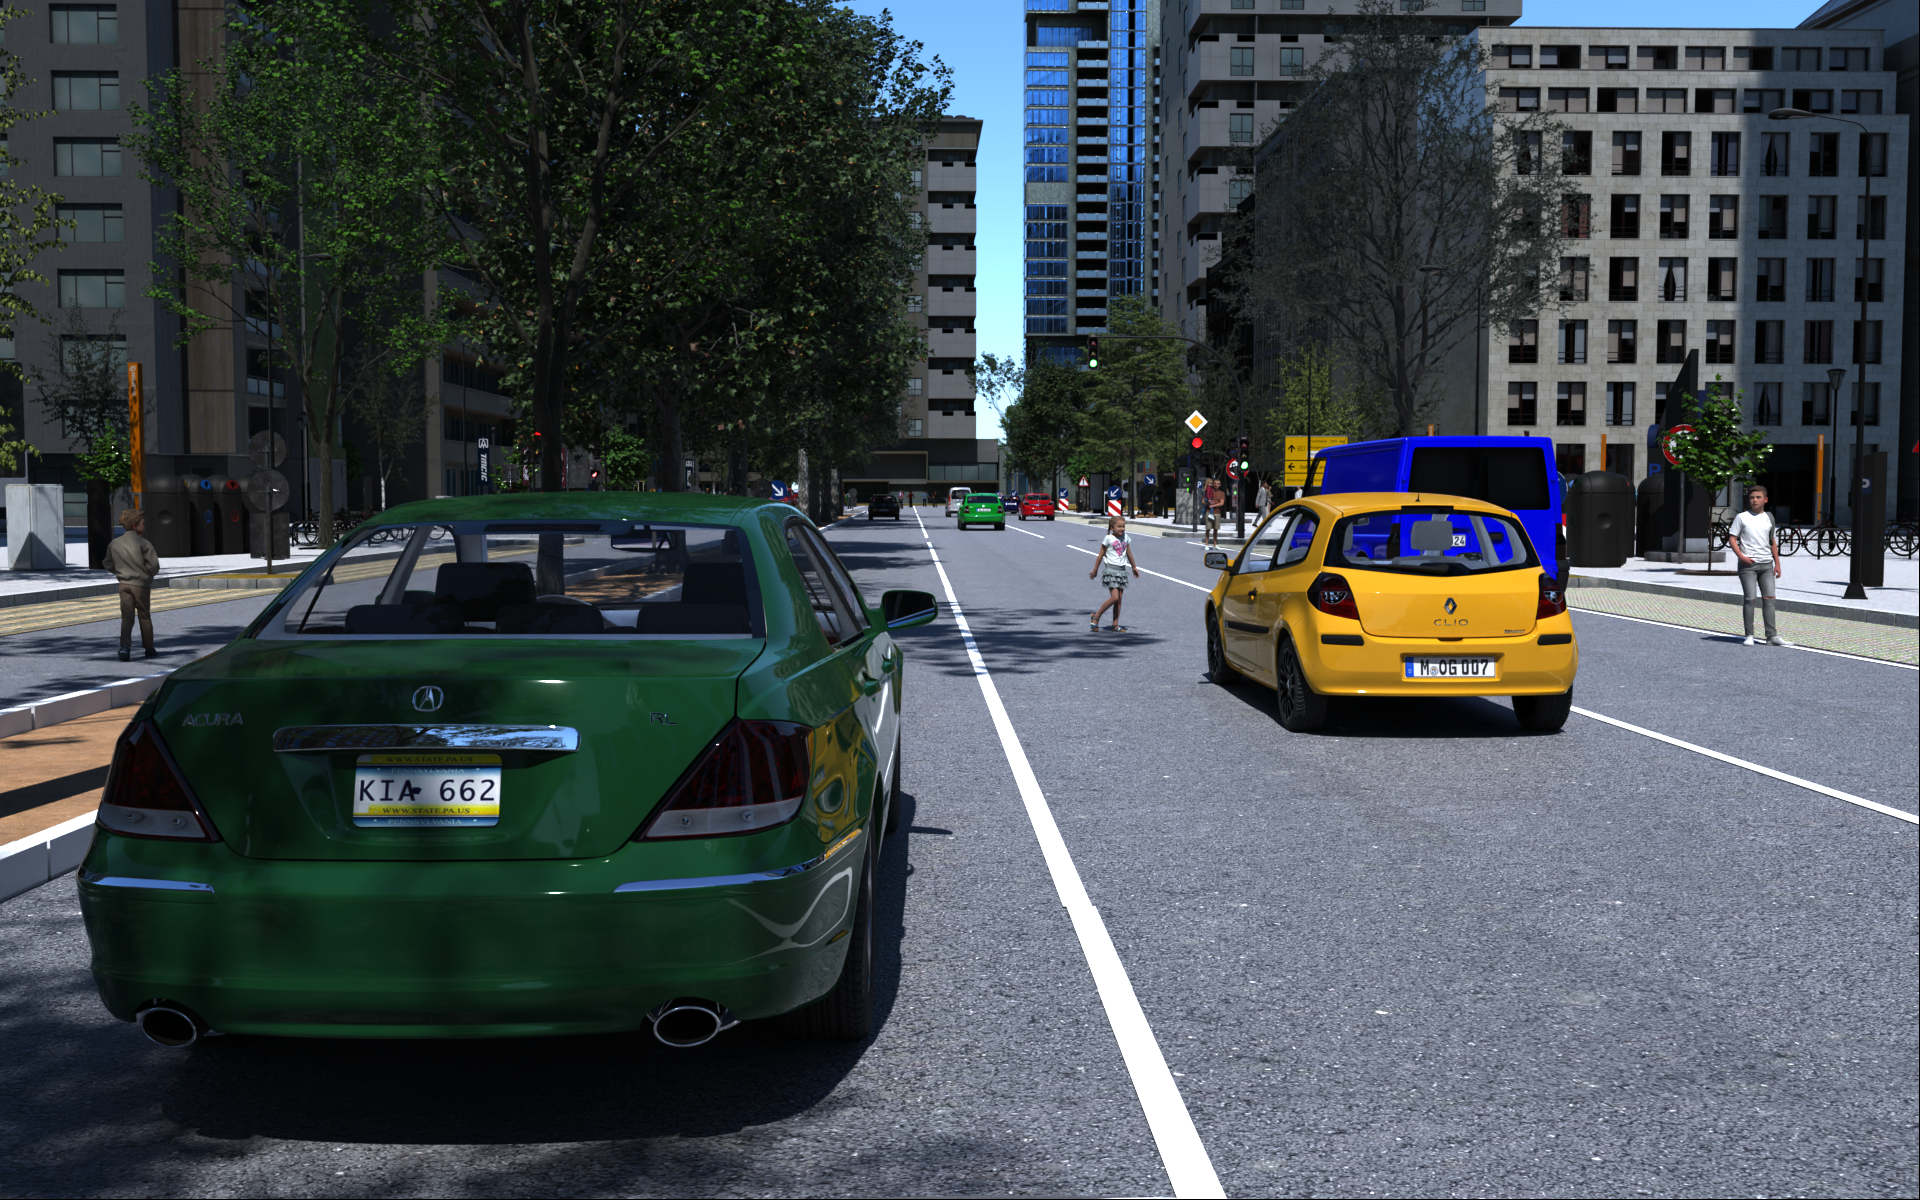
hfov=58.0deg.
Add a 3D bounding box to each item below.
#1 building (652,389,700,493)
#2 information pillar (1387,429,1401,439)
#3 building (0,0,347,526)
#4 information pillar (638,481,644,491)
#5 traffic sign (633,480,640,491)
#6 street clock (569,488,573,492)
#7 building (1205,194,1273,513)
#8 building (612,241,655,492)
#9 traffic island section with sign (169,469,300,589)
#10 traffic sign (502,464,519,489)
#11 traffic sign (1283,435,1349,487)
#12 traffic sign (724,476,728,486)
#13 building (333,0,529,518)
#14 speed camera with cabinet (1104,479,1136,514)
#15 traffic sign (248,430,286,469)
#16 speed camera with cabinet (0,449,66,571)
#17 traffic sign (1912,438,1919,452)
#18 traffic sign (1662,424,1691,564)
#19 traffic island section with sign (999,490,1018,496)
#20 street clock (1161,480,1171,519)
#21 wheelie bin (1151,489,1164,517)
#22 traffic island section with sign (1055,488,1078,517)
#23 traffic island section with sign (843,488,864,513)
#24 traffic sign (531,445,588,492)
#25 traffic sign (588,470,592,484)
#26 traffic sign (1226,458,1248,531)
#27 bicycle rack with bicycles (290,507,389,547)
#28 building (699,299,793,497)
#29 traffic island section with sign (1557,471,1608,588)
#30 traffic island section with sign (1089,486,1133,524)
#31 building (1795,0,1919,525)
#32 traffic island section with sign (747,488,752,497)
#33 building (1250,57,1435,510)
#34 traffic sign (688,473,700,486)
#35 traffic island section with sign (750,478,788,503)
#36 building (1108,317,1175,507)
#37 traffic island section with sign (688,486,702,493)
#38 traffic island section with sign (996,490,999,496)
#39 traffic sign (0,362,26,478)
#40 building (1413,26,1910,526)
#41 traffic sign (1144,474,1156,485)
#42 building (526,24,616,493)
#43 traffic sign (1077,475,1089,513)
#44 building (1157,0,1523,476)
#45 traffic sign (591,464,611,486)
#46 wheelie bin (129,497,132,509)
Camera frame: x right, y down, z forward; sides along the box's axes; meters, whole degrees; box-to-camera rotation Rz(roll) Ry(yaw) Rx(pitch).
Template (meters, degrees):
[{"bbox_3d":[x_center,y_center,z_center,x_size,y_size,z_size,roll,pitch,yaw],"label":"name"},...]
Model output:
[{"bbox_3d":[-43.754,-20.672,183.031,28.899,21.520,27.650,0,4,-2],"label":"building"},{"bbox_3d":[15.119,-4.221,60.373,0.504,3.616,0.183,0,4,-1],"label":"information pillar"},{"bbox_3d":[-35.637,-23.829,73.206,14.154,41.232,14.086,0,4,-2],"label":"building"},{"bbox_3d":[-17.935,-5.679,97.344,0.304,2.012,0.304,-1,4,-12],"label":"information pillar"},{"bbox_3d":[-16.714,-5.426,88.825,0.768,2.556,0.104,0,4,1],"label":"traffic sign"},{"bbox_3d":[-16.104,-4.108,71.739,0.358,2.002,0.471,-1,4,-16],"label":"street clock"},{"bbox_3d":[25.219,-18.072,125.151,12.332,23.373,15.834,0,4,-2],"label":"building"},{"bbox_3d":[-35.184,-23.330,153.139,14.160,30.474,14.107,0,4,-2],"label":"building"},{"bbox_3d":[-10.901,-1.118,26.908,1.989,1.847,2.006,0,4,-2],"label":"traffic island section with sign"},{"bbox_3d":[-15.265,-3.470,58.858,0.606,2.300,0.079,0,4,6],"label":"traffic sign"},{"bbox_3d":[12.324,-4.044,59.997,2.265,3.308,0.079,0,4,-1],"label":"traffic sign"},{"bbox_3d":[-16.484,-7.544,123.455,0.768,2.556,0.104,0,4,7],"label":"traffic sign"},{"bbox_3d":[-37.907,-29.053,98.721,21.300,48.544,21.600,0,4,-2],"label":"building"},{"bbox_3d":[9.998,-6.996,108.725,2.038,3.252,0.660,3,4,36],"label":"speed camera with cabinet"},{"bbox_3d":[-13.805,-2.105,34.528,0.768,2.556,0.104,0,4,3],"label":"traffic sign"},{"bbox_3d":[-15.987,-2.150,29.487,2.038,3.252,0.660,3,5,40],"label":"speed camera with cabinet"},{"bbox_3d":[12.478,-1.342,21.954,0.884,2.594,0.081,0,4,-1],"label":"traffic sign"},{"bbox_3d":[13.238,-1.936,31.757,0.768,2.556,0.104,0,4,5],"label":"traffic sign"},{"bbox_3d":[4.866,-9.264,160.093,1.989,1.847,2.006,0,4,-2],"label":"traffic island section with sign"},{"bbox_3d":[10.734,-5.242,90.281,0.471,2.002,0.358,-1,4,-17],"label":"street clock"},{"bbox_3d":[11.314,-5.574,99.041,0.693,1.594,0.980,0,4,-2],"label":"wheelie bin"},{"bbox_3d":[6.376,-6.177,109.629,1.989,1.847,2.006,0,4,-2],"label":"traffic island section with sign"},{"bbox_3d":[-8.217,-7.600,132.390,2.006,1.907,1.989,0,4,-2],"label":"traffic island section with sign"},{"bbox_3d":[-15.978,-4.603,69.124,2.265,3.308,0.079,0,3,0],"label":"traffic sign"},{"bbox_3d":[-18.304,-5.272,86.309,0.768,2.556,0.104,0,3,0],"label":"traffic sign"},{"bbox_3d":[9.534,-3.636,59.553,0.768,2.556,0.104,0,4,7],"label":"traffic sign"},{"bbox_3d":[-15.825,-1.825,43.220,2.925,0.926,2.852,-1,4,-16],"label":"bicycle rack with bicycles"},{"bbox_3d":[-33.564,-37.495,236.737,21.600,48.544,21.300,0,4,-2],"label":"building"},{"bbox_3d":[8.813,-1.136,27.195,1.989,1.847,2.006,0,4,-2],"label":"traffic island section with sign"},{"bbox_3d":[7.176,-4.530,82.685,1.989,1.847,2.006,0,4,-2],"label":"traffic island section with sign"},{"bbox_3d":[50.742,-17.012,75.403,25.104,27.353,12.463,0,4,-2],"label":"building"},{"bbox_3d":[-13.354,-6.156,109.276,1.989,1.847,2.006,0,4,-2],"label":"traffic island section with sign"},{"bbox_3d":[26.950,-19.062,105.171,14.314,27.812,24.014,0,4,-2],"label":"building"},{"bbox_3d":[-16.137,-6.421,105.088,0.768,2.556,0.104,0,4,8],"label":"traffic sign"},{"bbox_3d":[-5.980,-3.006,57.285,2.006,1.907,1.989,0,4,-2],"label":"traffic island section with sign"},{"bbox_3d":[31.229,-20.753,184.351,27.650,21.520,28.899,0,4,-2],"label":"building"},{"bbox_3d":[-12.548,-4.491,82.049,1.989,1.847,2.006,0,4,-2],"label":"traffic island section with sign"},{"bbox_3d":[4.059,-10.944,187.558,1.989,1.847,2.006,0,4,-2],"label":"traffic island section with sign"},{"bbox_3d":[-15.564,-2.012,26.765,2.265,3.308,0.079,0,4,3],"label":"traffic sign"},{"bbox_3d":[29.439,-13.446,74.588,16.860,20.320,10.420,0,4,-2],"label":"building"},{"bbox_3d":[12.039,-6.716,109.905,0.768,2.556,0.104,0,4,3],"label":"traffic sign"},{"bbox_3d":[-35.784,-29.861,138.340,14.600,45.320,14.200,0,4,-2],"label":"building"},{"bbox_3d":[8.489,-7.292,119.224,0.884,2.594,0.081,0,4,3],"label":"traffic sign"},{"bbox_3d":[32.945,-34.592,154.818,28.713,52.752,27.495,0,4,-2],"label":"building"},{"bbox_3d":[-15.455,-4.559,74.549,0.884,2.594,0.081,0,4,3],"label":"traffic sign"},{"bbox_3d":[-26.940,-3.002,56.985,0.693,1.594,0.980,-2,4,-29],"label":"wheelie bin"}]
